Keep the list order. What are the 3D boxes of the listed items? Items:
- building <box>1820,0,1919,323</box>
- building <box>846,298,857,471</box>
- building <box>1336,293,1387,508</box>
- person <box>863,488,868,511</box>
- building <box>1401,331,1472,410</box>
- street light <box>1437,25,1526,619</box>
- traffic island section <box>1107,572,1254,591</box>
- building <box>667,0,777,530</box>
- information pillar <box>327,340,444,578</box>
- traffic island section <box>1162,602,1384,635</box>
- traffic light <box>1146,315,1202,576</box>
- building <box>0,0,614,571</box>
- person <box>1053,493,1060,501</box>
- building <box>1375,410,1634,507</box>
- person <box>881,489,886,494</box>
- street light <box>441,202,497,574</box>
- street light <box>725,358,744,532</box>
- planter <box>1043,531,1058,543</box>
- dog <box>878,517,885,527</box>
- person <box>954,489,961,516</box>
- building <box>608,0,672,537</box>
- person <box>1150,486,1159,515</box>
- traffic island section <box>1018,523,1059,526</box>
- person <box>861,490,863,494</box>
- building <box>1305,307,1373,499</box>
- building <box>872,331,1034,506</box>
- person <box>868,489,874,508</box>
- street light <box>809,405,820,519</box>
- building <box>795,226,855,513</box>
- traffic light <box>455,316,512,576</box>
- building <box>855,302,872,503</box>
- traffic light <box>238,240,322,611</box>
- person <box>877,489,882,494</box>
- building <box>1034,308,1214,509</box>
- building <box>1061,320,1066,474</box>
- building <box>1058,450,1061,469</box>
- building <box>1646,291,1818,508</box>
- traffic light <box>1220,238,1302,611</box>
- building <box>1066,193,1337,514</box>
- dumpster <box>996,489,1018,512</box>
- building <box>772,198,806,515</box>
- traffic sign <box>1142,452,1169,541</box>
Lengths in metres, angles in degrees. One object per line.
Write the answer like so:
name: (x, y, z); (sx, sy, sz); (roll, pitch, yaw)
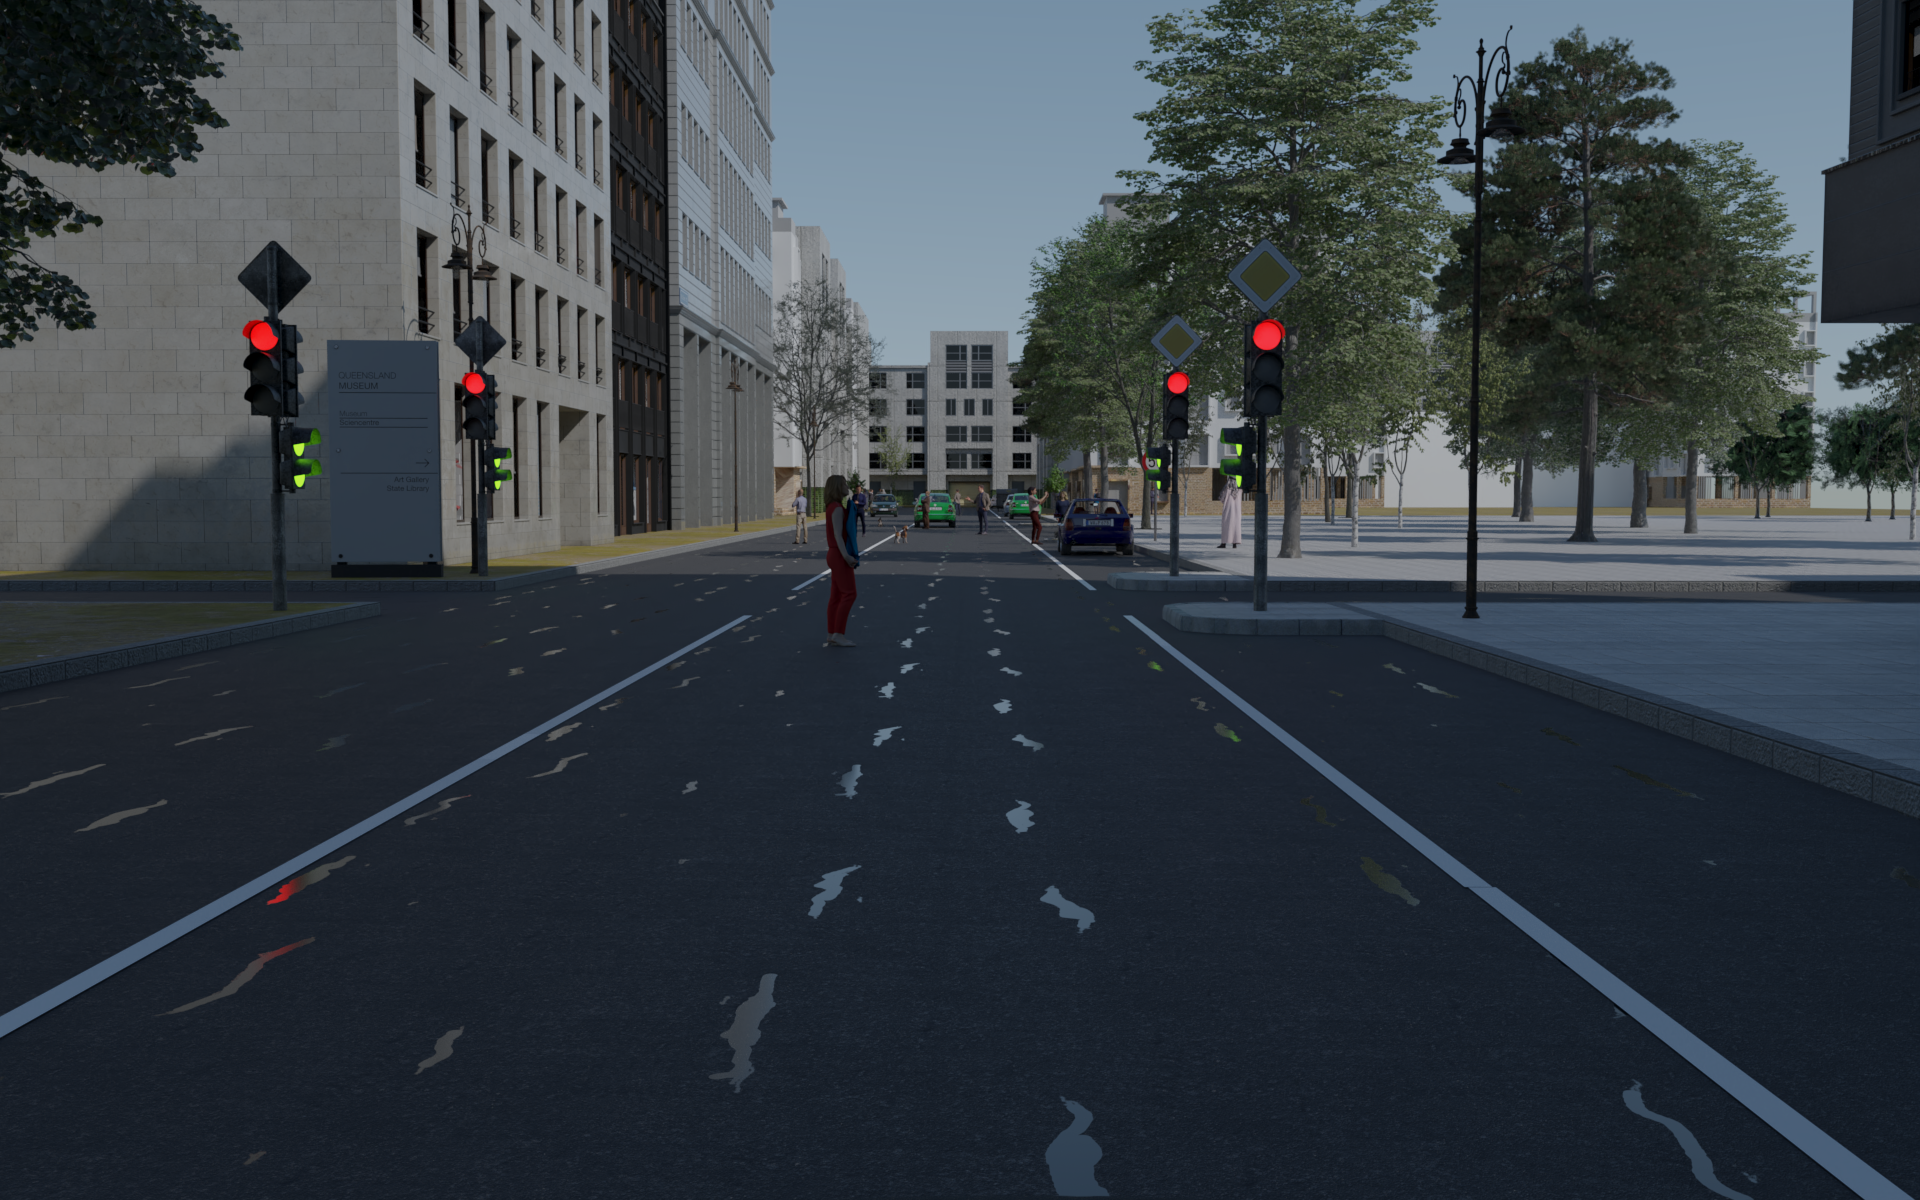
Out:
building: (14.666, -12.856, 3.696); (14.314, 27.812, 24.014); (0, 4, 0)
building: (-16.984, -18.058, 151.660); (16.016, 20.091, 11.380); (0, 4, 0)
building: (34.140, -19.082, 168.414); (11.380, 20.091, 16.016); (0, 4, 0)
person: (-7.308, -7.774, 133.823); (0.551, 1.740, 0.621); (1, 4, 16)
building: (62.143, -20.140, 195.742); (31.486, 18.905, 16.747); (0, 4, 0)
street light: (5.287, -2.749, 17.740); (0.468, 5.910, 1.993); (0, 4, 0)
traffic island section: (3.365, -0.291, 27.032); (2.009, 0.180, 2.903); (0, 4, 0)
building: (-15.220, -18.225, 75.463); (11.434, 29.767, 29.804); (0, 4, 0)
information pillar: (-8.818, -2.157, 26.578); (1.656, 3.620, 0.184); (0, 4, -5)
traffic island section: (3.324, 0.198, 19.048); (2.009, 0.180, 2.903); (0, 4, 0)
traffic light: (3.325, -2.304, 26.920); (0.839, 4.213, 0.868); (0, 4, 0)
building: (-14.333, -11.123, 36.614); (10.420, 20.320, 16.860); (0, 4, 0)
person: (6.498, -6.829, 117.571); (0.599, 1.838, 0.709); (0, 4, 8)
building: (54.021, -14.067, 172.138); (28.070, 9.664, 9.099); (0, 4, 0)
person: (-7.201, -9.443, 161.164); (1.217, 1.736, 0.721); (2, 4, 35)
street light: (-7.838, -3.366, 27.824); (0.468, 5.910, 1.993); (0, 4, 0)
street light: (-7.623, -5.263, 58.832); (0.468, 5.910, 1.993); (0, 4, 0)
planter: (3.489, -1.878, 51.850); (1.991, 0.319, 1.994); (0, 4, 0)
dog: (-3.426, -3.428, 76.242); (0.550, 0.427, 0.748); (3, 5, 41)
person: (-0.242, -6.331, 112.548); (0.617, 1.759, 0.750); (-2, 4, -26)
building: (-16.410, -13.652, 52.887); (12.332, 23.373, 15.834); (0, 4, 0)
person: (12.217, -6.241, 108.537); (0.568, 1.767, 0.683); (3, 5, 42)
traffic island section: (3.633, -3.421, 78.799); (1.991, 0.108, 1.994); (0, 4, 0)
person: (-7.915, -8.179, 140.564); (0.721, 1.735, 1.217); (0, 4, -1)
building: (29.526, -21.895, 201.957); (32.646, 21.610, 27.936); (0, 4, 0)
building: (-3.178, -20.168, 196.212); (31.486, 18.905, 16.747); (0, 4, 0)
person: (-8.698, -9.787, 166.868); (0.445, 1.727, 0.742); (0, 4, 4)
street light: (-7.550, -7.159, 89.841); (0.468, 5.910, 1.993); (0, 4, 0)
building: (-17.518, -16.138, 130.307); (16.747, 18.905, 31.486); (0, 4, 0)
traffic light: (-7.436, -2.307, 26.960); (0.839, 4.213, 0.868); (0, 4, 0)
building: (-25.059, -18.449, 168.096); (31.486, 18.905, 16.747); (0, 4, 0)
traffic light: (-7.477, -1.818, 18.975); (0.839, 4.213, 0.868); (0, 4, 0)
person: (-7.882, -10.105, 171.262); (0.705, 1.824, 1.348); (3, 4, 38)
building: (16.088, -17.972, 160.299); (16.747, 18.905, 31.486); (0, 4, 0)
building: (15.904, -16.518, 126.490); (16.016, 20.091, 11.380); (0, 4, 0)
building: (16.020, -17.275, 138.869); (16.016, 20.091, 11.380); (0, 4, 0)
building: (73.727, -19.069, 168.200); (11.380, 20.091, 16.016); (0, 4, 0)
traffic light: (3.284, -1.816, 18.935); (0.839, 4.213, 0.868); (0, 4, 0)
building: (15.580, -15.794, 114.654); (16.016, 20.091, 11.380); (0, 4, 0)
dumpster: (3.836, -8.172, 141.829); (1.865, 1.857, 1.264); (0, 4, 2)
building: (-17.928, -15.428, 108.673); (16.016, 20.091, 11.380); (0, 4, 0)
traffic sign: (5.329, -2.879, 47.179); (0.768, 2.556, 0.104); (0, 4, 6)
